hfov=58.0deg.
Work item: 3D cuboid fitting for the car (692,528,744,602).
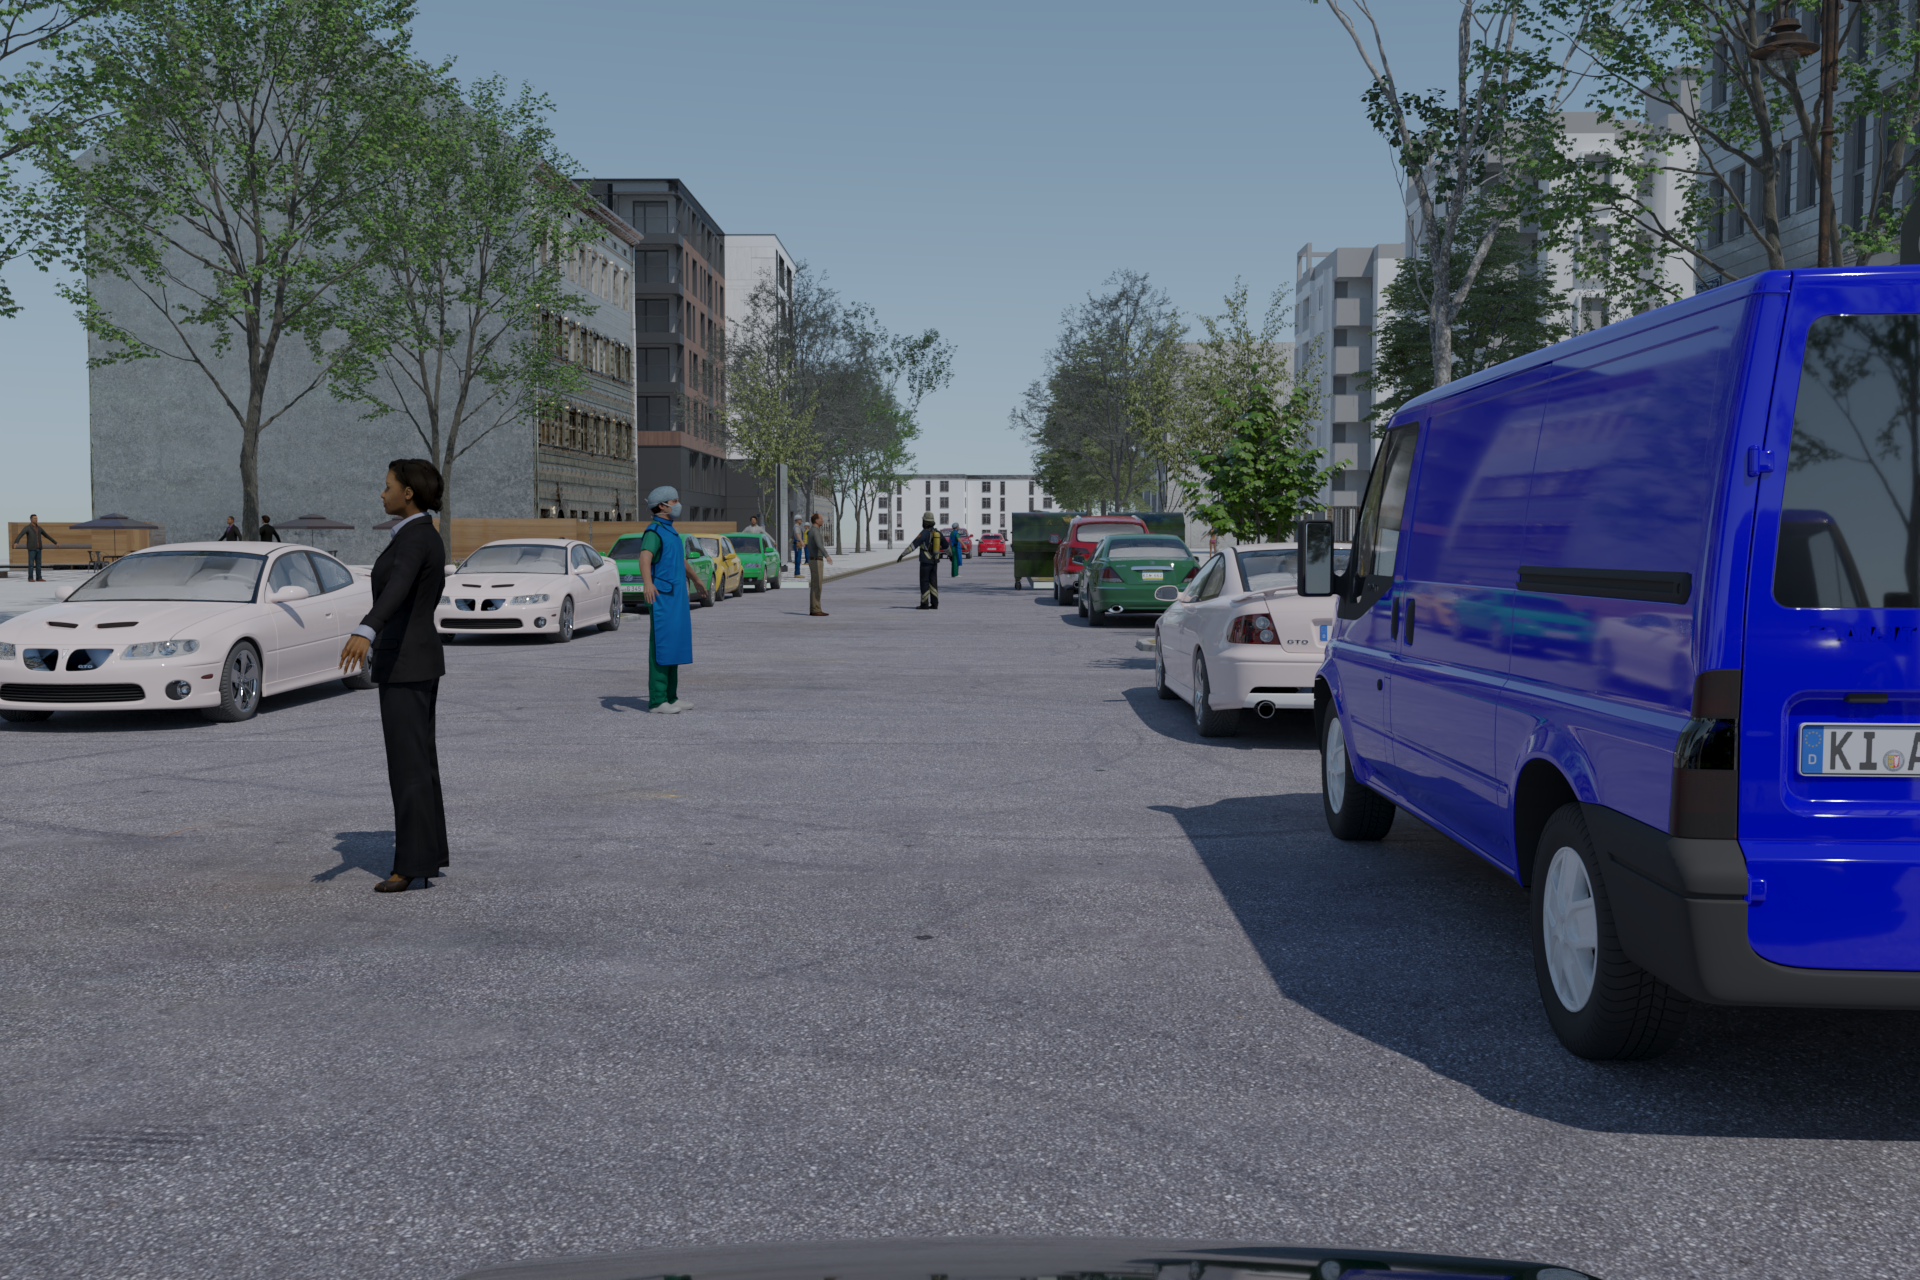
[{"bbox_3d":[-5.838,-1.700,38.026,2.015,1.641,3.980,0,4,2],"label":"car"}]

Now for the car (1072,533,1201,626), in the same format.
[{"bbox_3d":[2.931,-1.014,28.379,2.131,1.459,4.920,0,4,1],"label":"car"}]

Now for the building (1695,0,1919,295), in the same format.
[{"bbox_3d":[26.349,-15.765,35.244,11.434,29.767,29.804,0,4,2],"label":"building"}]

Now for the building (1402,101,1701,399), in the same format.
[{"bbox_3d":[26.413,-13.810,82.211,16.016,20.090,11.380,0,4,1],"label":"building"}]

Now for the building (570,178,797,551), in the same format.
[{"bbox_3d":[-26.510,-16.648,116.164,27.936,21.610,32.646,0,4,0],"label":"building"}]

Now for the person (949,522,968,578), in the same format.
[{"bbox_3d":[-0.113,-2.965,57.069,0.704,1.817,1.347,-2,4,-23],"label":"person"}]

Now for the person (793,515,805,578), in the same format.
[{"bbox_3d":[-4.681,-2.721,50.350,0.705,1.847,1.347,-1,4,-11],"label":"person"}]

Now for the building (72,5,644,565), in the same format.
[{"bbox_3d":[-26.133,-15.198,79.421,19.493,23.208,18.063,0,4,2],"label":"building"}]

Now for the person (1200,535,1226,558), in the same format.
[{"bbox_3d":[12.172,-4.683,83.366,1.217,1.733,0.721,0,4,4],"label":"person"}]

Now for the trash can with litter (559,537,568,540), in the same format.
[{"bbox_3d":[-8.933,-1.758,39.798,1.678,1.210,2.233,0,4,2],"label":"trash can with litter"}]

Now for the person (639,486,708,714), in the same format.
[{"bbox_3d":[-2.341,-0.328,13.941,0.704,1.817,1.347,1,4,9],"label":"person"}]

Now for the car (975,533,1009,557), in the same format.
[{"bbox_3d":[2.041,-6.235,110.989,2.155,1.783,4.494,0,4,1],"label":"car"}]

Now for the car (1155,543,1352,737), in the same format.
[{"bbox_3d":[2.624,-0.075,13.596,2.083,1.381,4.827,0,4,1],"label":"car"}]

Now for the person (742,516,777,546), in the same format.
[{"bbox_3d":[-5.988,-2.700,50.329,1.347,1.806,0.705,0,4,-5],"label":"person"}]

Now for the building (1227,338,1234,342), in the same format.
[{"bbox_3d":[30.704,-22.778,203.350,19.493,23.208,18.063,0,4,1],"label":"building"}]

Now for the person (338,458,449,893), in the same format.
[{"bbox_3d":[-2.310,0.131,7.043,0.721,1.740,1.216,0,4,-6],"label":"person"}]

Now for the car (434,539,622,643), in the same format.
[{"bbox_3d":[-6.041,-0.732,24.335,2.083,1.381,4.827,0,4,2],"label":"car"}]

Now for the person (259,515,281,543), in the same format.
[{"bbox_3d":[-19.293,-2.564,48.103,0.705,1.806,1.347,1,4,21],"label":"person"}]

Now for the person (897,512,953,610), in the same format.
[{"bbox_3d":[-0.612,-1.508,32.891,1.354,1.856,0.705,-3,5,-42],"label":"person"}]

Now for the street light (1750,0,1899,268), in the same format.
[{"bbox_3d":[6.018,-2.404,12.088,0.468,5.910,1.993,0,4,2],"label":"street light"}]

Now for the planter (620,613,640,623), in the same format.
[{"bbox_3d":[-6.358,-0.453,28.541,1.991,0.319,1.994,0,4,2],"label":"planter"}]

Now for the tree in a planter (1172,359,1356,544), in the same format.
[{"bbox_3d":[3.064,-1.254,17.718,1.991,3.239,1.994,0,4,1],"label":"tree in a planter"}]

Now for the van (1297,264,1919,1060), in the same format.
[{"bbox_3d":[2.635,-0.120,6.351,2.240,2.365,5.245,0,4,1],"label":"van"}]

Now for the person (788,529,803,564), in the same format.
[{"bbox_3d":[-7.036,-4.212,75.000,0.704,1.812,1.346,1,4,21],"label":"person"}]

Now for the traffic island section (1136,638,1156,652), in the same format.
[{"bbox_3d":[3.231,0.072,21.684,1.991,0.108,1.994,0,4,1],"label":"traffic island section"}]

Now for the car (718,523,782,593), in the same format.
[{"bbox_3d":[-5.594,-2.136,43.713,1.959,1.807,4.718,0,4,1],"label":"car"}]

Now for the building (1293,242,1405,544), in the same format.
[{"bbox_3d":[27.116,-15.716,113.382,16.016,20.090,11.380,0,4,1],"label":"building"}]

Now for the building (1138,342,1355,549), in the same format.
[{"bbox_3d":[26.910,-18.460,168.277,16.747,18.905,31.486,0,4,1],"label":"building"}]

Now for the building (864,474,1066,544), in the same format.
[{"bbox_3d":[1.076,-18.182,241.871,28.070,9.664,9.099,0,4,7],"label":"building"}]

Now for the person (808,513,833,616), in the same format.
[{"bbox_3d":[-2.487,-1.321,30.334,0.705,1.796,1.348,-1,4,-17],"label":"person"}]

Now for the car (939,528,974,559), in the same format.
[{"bbox_3d":[-0.339,-5.649,101.041,2.281,1.827,5.304,0,4,2],"label":"car"}]

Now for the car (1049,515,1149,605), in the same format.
[{"bbox_3d":[3.019,-1.688,36.268,2.281,1.827,5.304,0,4,1],"label":"car"}]

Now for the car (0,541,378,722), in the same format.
[{"bbox_3d":[-6.352,-0.144,14.720,2.083,1.381,4.827,0,4,1],"label":"car"}]

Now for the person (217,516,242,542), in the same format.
[{"bbox_3d":[-21.199,-2.699,50.352,1.346,1.802,0.704,3,4,36],"label":"person"}]

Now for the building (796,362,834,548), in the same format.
[{"bbox_3d":[-22.927,-20.981,173.964,19.493,23.208,18.063,0,4,2],"label":"building"}]

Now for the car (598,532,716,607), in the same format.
[{"bbox_3d":[-5.769,-1.463,32.709,1.959,1.807,4.718,0,4,2],"label":"car"}]
